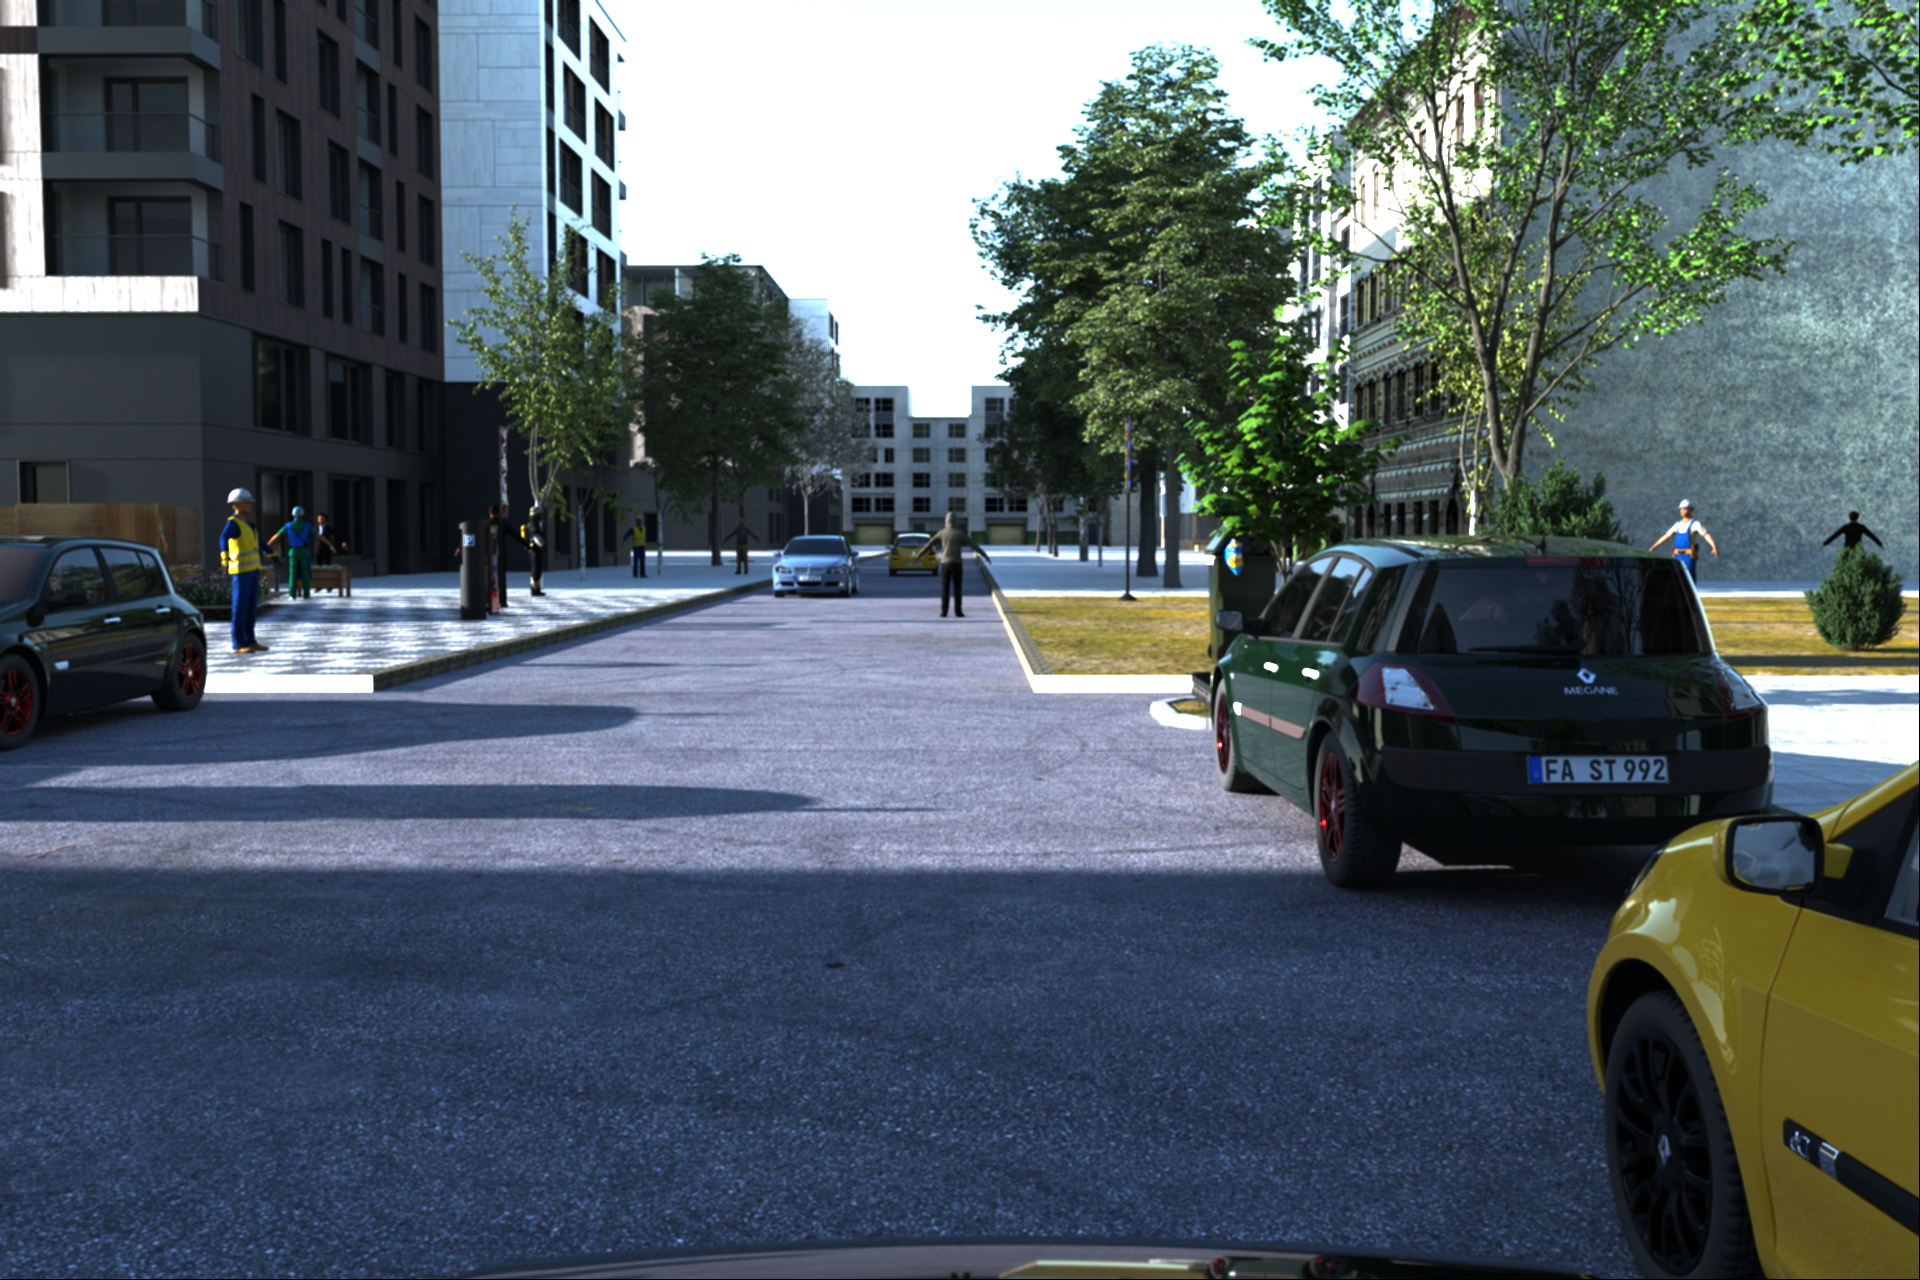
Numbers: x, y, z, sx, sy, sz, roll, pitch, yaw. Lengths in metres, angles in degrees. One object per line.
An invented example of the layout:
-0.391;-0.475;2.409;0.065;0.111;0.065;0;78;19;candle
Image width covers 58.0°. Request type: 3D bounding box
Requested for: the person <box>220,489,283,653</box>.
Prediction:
-7.704;-0.756;18.829;0.721;1.772;1.216;0;4;5;person

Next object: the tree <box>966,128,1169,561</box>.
7.035;-13.713;80.098;12.611;20.169;13.585;0;3;0;tree

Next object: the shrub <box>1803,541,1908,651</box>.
9.840;-0.484;19.033;1.383;1.207;1.383;0;3;0;shrub

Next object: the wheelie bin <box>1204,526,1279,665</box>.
2.775;-0.557;17.010;0.693;1.594;0.980;0;3;0;wheelie bin

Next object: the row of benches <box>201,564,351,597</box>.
-14.411;-1.210;35.254;4.104;0.672;1.422;0;4;-4;row of benches

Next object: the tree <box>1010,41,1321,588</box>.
4.637;-7.513;40.970;7.486;12.596;7.792;0;3;0;tree

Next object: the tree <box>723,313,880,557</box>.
-9.759;-11.411;96.936;12.009;13.543;11.850;0;3;0;tree

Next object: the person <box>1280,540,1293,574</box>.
10.459;-3.008;55.332;1.345;1.843;0.704;0;4;4;person

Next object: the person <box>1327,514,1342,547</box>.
10.036;-2.468;46.485;0.704;1.812;1.346;1;4;17;person

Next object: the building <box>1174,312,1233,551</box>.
22.850;-17.573;143.734;16.016;20.090;11.380;0;4;0;building

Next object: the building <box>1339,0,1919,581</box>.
23.851;-13.761;55.918;19.493;23.208;18.063;0;4;0;building

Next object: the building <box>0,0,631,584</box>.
-27.914;-12.972;56.067;27.936;21.610;32.646;0;4;1;building

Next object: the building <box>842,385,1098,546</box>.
1.347;-20.976;211.880;31.486;18.905;16.747;0;4;1;building

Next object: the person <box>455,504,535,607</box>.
-8.129;-1.472;30.298;1.346;1.802;0.704;-1;4;-15;person

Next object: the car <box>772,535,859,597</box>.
-3.342;-1.754;40.680;2.014;1.417;4.499;0;4;0;car

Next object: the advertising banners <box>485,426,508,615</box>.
-7.430;-1.914;27.487;0.090;3.025;2.074;0;4;1;advertising banners

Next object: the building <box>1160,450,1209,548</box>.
24.302;-18.817;164.070;16.016;20.090;11.380;0;4;1;building

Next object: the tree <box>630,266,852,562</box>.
-10.058;-10.363;79.800;12.009;13.543;11.850;0;3;0;tree

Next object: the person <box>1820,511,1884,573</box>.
20.549;-2.061;39.878;1.347;1.806;0.705;1;4;17;person

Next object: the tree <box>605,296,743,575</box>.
-9.716;-6.377;54.626;4.360;8.622;3.978;0;3;0;tree

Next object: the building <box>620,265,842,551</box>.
-25.340;-18.598;148.051;27.936;21.610;32.646;0;4;1;building

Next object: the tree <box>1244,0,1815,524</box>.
7.850;-6.051;24.682;9.928;11.665;9.643;0;3;0;tree

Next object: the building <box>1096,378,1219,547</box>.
24.375;-21.504;182.525;19.493;23.208;18.063;0;4;0;building

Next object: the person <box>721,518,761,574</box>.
-6.969;-3.000;55.319;1.348;1.796;0.705;1;4;11;person

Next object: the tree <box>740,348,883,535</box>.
-10.033;-12.441;113.785;12.009;13.543;11.850;0;3;0;tree

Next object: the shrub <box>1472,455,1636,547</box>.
5.937;-0.818;17.410;1.661;2.075;1.752;0;3;0;shrub

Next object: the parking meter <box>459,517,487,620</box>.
-7.303;-1.074;25.966;0.372;1.533;0.369;0;3;0;parking meter

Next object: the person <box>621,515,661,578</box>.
-9.426;-2.751;50.950;1.349;1.833;0.705;-3;5;-41;person

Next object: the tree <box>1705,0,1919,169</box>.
8.571;-5.234;11.327;9.928;11.665;9.643;0;3;0;tree

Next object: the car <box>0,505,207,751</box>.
-7.101;-0.177;12.688;2.009;1.686;4.222;0;4;1;car

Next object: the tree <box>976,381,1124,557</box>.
5.295;-9.899;96.261;8.767;10.594;7.601;-1;4;-10;tree

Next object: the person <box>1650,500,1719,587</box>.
11.950;-1.388;28.544;0.705;1.847;1.347;-2;4;-31;person

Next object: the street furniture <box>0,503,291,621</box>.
-13.729;-1.314;28.344;9.812;1.723;11.010;-1;4;-17;street furniture

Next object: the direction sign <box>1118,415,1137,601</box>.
3.232;-2.528;33.337;0.379;3.537;0.876;0;4;-1;direction sign

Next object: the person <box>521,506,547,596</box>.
-8.765;-1.845;35.950;0.705;1.856;1.354;-1;4;-20;person

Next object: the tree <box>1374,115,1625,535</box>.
9.594;-4.955;31.375;4.737;8.622;4.395;0;3;0;tree

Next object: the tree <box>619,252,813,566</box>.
-9.797;-9.264;69.596;7.486;12.596;7.792;0;3;0;tree

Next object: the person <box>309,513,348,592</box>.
-14.005;-1.912;37.988;1.216;1.740;0.721;0;4;5;person

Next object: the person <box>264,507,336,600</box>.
-12.927;-1.699;33.898;1.347;1.817;0.704;-1;4;-13;person

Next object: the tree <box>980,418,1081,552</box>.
5.542;-11.417;121.076;8.767;10.594;7.601;-1;4;-19;tree

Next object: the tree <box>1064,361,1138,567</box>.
5.573;-7.191;67.943;4.737;8.622;4.395;0;3;0;tree

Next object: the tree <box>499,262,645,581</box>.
-10.286;-5.900;46.834;4.737;8.622;4.395;0;3;0;tree

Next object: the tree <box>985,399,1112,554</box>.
5.806;-10.779;110.649;8.767;10.594;7.601;0;4;2;tree

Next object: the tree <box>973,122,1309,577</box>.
5.585;-8.907;52.284;9.857;13.997;8.962;0;3;0;tree

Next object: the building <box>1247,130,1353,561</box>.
24.634;-13.342;84.592;16.747;18.905;31.486;0;4;0;building

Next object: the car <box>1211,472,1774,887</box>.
2.326;0.083;8.434;2.009;1.686;4.222;0;4;-1;car

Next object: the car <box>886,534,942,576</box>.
-1.599;-3.067;60.363;2.015;1.641;3.980;0;4;-1;car

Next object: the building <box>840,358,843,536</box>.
-27.544;-20.918;185.976;27.936;21.610;32.646;0;4;0;building

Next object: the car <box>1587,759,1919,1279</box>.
2.135;0.502;2.024;2.015;1.641;3.980;0;4;0;car

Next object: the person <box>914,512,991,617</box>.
-0.140;-1.303;29.887;1.348;1.813;0.705;0;4;5;person

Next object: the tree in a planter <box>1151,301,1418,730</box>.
2.517;-0.988;13.379;1.991;3.239;1.994;0;4;0;tree in a planter

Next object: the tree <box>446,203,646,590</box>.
-9.417;-5.456;39.573;4.737;8.622;4.395;0;3;0;tree
